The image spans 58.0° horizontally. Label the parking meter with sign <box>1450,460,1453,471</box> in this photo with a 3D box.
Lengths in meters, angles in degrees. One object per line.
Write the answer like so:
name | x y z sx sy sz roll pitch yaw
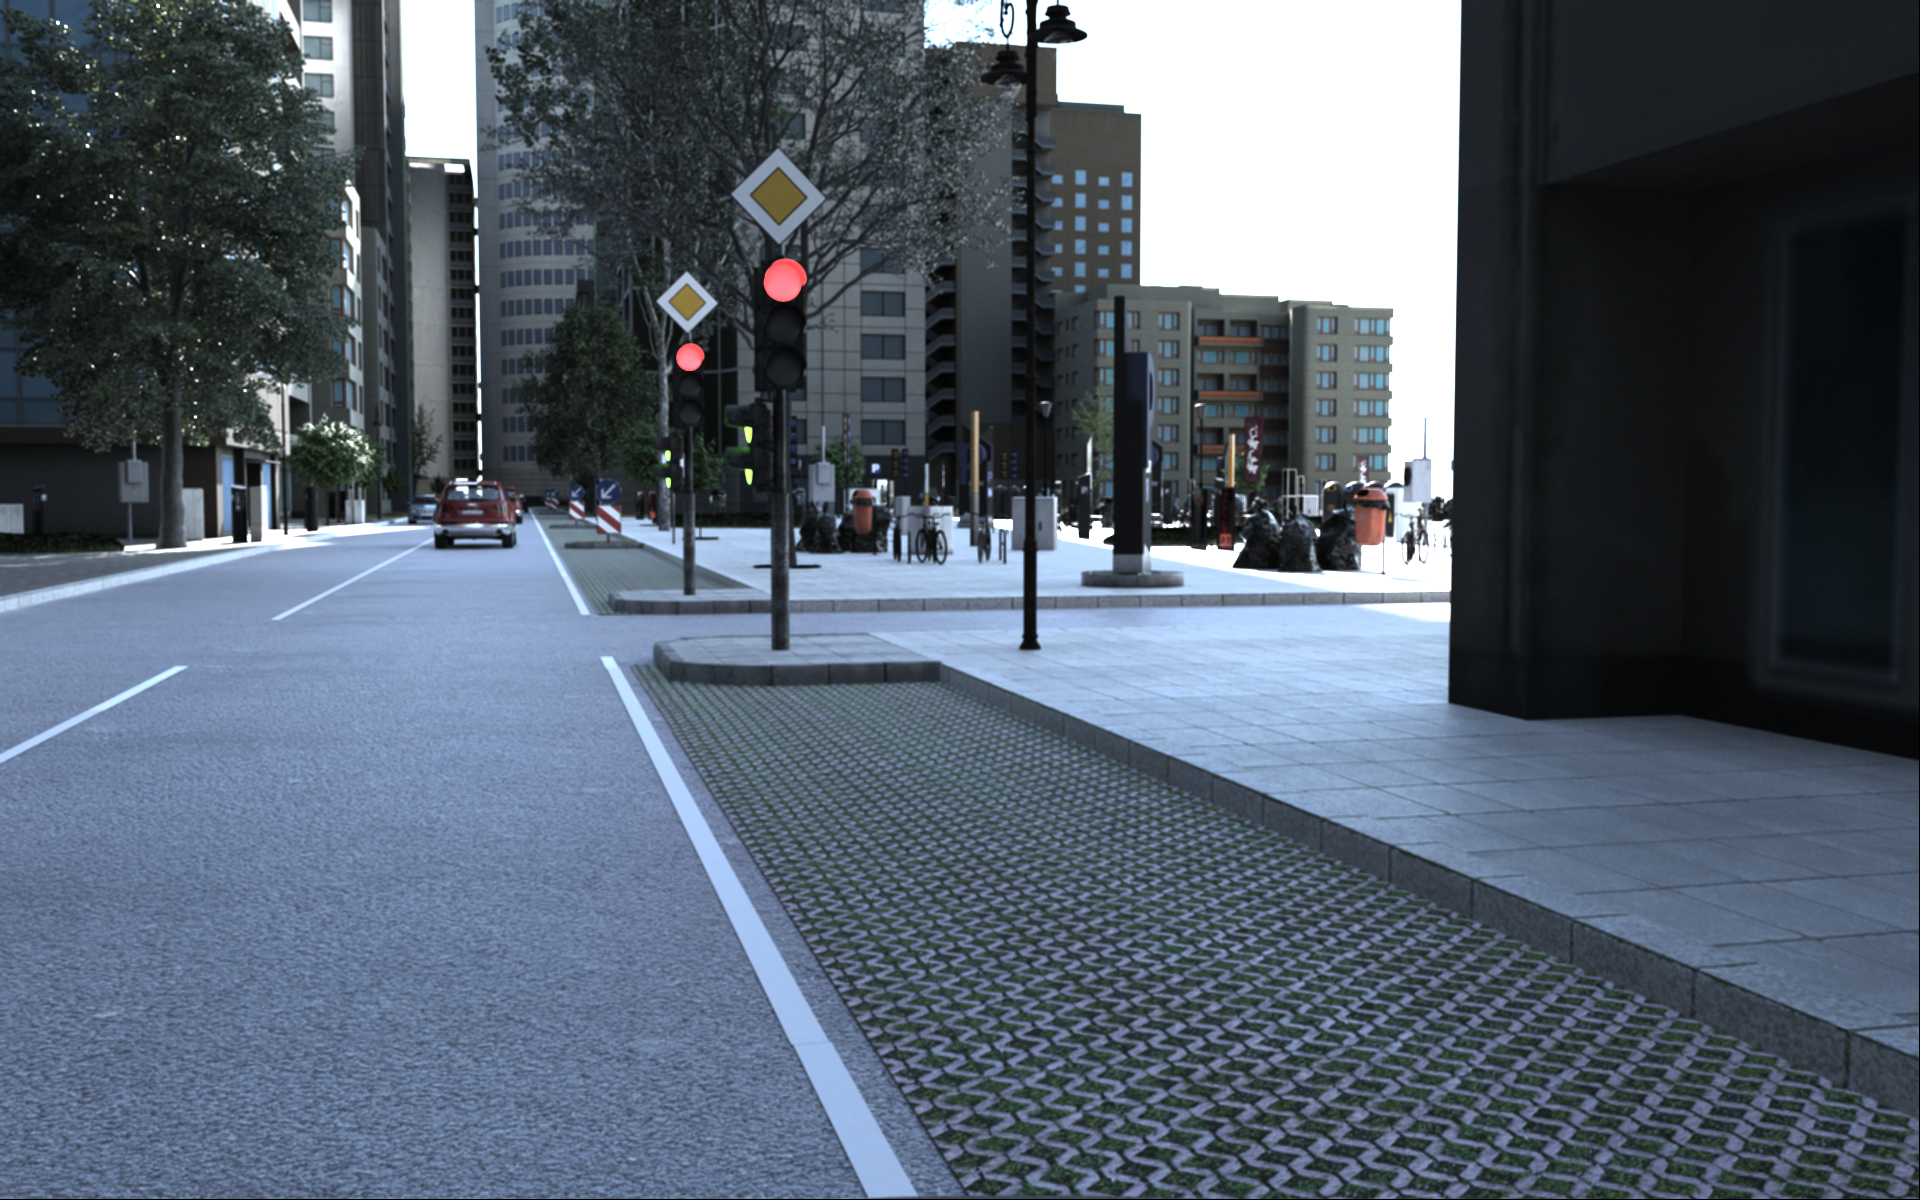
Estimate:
parking meter with sign | 25.636 -5.675 89.043 0.543 3.016 1.738 2 4 27

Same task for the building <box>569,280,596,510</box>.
building | -20.933 -19.086 157.089 27.650 21.520 28.899 -1 4 -14

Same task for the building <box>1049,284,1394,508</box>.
building | 22.755 -19.898 170.366 28.899 21.520 27.650 -1 4 -14

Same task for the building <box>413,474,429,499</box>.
building | -62.231 -30.343 150.738 28.867 44.769 22.147 -1 4 -14

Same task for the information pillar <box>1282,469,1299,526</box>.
information pillar | 9.640 -2.826 50.704 0.304 2.012 0.304 -1 4 -20

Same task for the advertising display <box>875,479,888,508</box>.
advertising display | -3.410 -4.269 75.018 0.123 1.923 0.974 2 4 26

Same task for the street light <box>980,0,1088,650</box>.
street light | 0.580 -2.531 14.163 0.468 5.910 1.993 -1 4 -14

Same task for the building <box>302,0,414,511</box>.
building | -47.837 -27.045 125.778 14.154 41.232 14.086 -1 4 -14

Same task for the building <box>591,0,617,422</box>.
building | -21.295 -27.564 134.271 14.154 41.232 14.086 -1 4 -14

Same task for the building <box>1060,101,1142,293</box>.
building | 11.555 -33.487 197.627 14.200 45.320 14.600 -1 4 -14

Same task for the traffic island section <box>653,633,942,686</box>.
traffic island section | -1.459 0.488 14.310 2.009 0.180 2.903 -1 4 -14

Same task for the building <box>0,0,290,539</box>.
building | -29.487 -24.683 53.677 14.600 45.320 14.200 -1 4 -14

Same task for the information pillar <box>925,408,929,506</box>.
information pillar | -0.905 -3.416 47.211 0.183 3.616 0.504 0 4 -4

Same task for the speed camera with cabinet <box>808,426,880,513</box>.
speed camera with cabinet | -3.385 -3.451 50.764 2.038 3.252 0.660 -1 4 -18

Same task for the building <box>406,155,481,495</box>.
building | -64.415 -30.314 187.516 23.993 40.220 32.217 -1 4 -14

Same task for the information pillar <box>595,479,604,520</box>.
information pillar | -17.875 -4.985 85.989 0.304 2.012 0.304 2 4 32

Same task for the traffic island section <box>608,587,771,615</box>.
traffic island section | -3.418 0.014 22.052 2.009 0.180 2.903 -1 4 -14

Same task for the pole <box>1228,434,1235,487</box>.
pole | 9.215 -3.976 58.846 0.158 3.312 0.155 0 3 0

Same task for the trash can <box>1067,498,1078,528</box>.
trash can | 4.408 -3.296 65.539 0.748 1.137 0.748 0 3 0

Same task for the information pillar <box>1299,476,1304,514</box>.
information pillar | 13.671 -4.000 69.898 0.304 2.012 0.304 -2 4 -26

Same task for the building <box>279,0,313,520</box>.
building | -41.836 -27.733 77.129 21.300 48.544 21.600 -1 4 -14

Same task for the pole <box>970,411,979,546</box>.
pole | 0.358 -2.983 42.610 0.158 3.312 0.155 0 3 0

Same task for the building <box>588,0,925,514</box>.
building | -14.619 -41.482 116.486 20.563 71.187 20.611 -1 4 -14

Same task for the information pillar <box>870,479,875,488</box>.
information pillar | -4.318 -5.051 87.071 0.304 2.012 0.304 -2 4 -28

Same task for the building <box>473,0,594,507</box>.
building | -37.650 -39.485 187.578 28.212 58.520 21.231 -1 4 -14

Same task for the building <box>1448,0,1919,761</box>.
building | 15.899 -23.113 1.606 21.300 48.544 21.600 -1 4 -14

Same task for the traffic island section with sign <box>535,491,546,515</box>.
traffic island section with sign | -28.526 -6.888 121.253 1.989 1.847 2.006 -1 4 -14

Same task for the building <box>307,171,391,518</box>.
building | -49.837 -15.822 103.724 27.650 21.520 28.899 -1 4 -14

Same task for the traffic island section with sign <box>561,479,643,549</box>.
traffic island section with sign | -9.461 -2.280 45.901 1.989 1.847 2.006 -1 4 -14

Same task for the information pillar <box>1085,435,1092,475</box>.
information pillar | 5.097 -4.735 68.772 0.183 3.616 0.504 2 4 27

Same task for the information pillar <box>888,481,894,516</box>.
information pillar | -3.909 -5.625 96.468 0.304 2.012 0.304 3 5 40

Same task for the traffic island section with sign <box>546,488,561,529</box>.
traffic island section with sign | -16.155 -3.898 72.362 1.989 1.847 2.006 -1 4 -14

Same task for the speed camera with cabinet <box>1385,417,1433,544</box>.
speed camera with cabinet | 11.647 -3.099 45.005 0.660 3.252 2.038 0 4 -5

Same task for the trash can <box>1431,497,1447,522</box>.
trash can | 22.058 -4.174 79.897 0.748 1.137 0.748 0 3 0

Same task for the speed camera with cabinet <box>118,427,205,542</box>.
speed camera with cabinet | -21.811 -3.239 47.287 2.038 3.252 0.660 -2 4 -32

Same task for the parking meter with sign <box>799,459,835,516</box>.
parking meter with sign | -7.163 -5.533 86.727 1.738 3.016 0.543 -1 4 -22

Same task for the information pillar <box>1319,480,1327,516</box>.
information pillar | 18.750 -5.196 89.441 0.304 2.012 0.304 -1 4 -9

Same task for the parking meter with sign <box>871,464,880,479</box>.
parking meter with sign | -4.678 -6.240 98.277 0.543 3.016 1.738 -1 4 -10

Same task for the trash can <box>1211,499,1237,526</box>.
trash can | 7.710 -2.382 50.604 0.748 1.137 0.748 0 3 0

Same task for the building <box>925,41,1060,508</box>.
building | 0.499 -31.783 169.758 14.200 45.320 14.600 -1 4 -14

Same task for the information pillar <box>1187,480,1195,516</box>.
information pillar | 11.754 -5.115 88.121 0.304 2.012 0.304 -1 4 -15
